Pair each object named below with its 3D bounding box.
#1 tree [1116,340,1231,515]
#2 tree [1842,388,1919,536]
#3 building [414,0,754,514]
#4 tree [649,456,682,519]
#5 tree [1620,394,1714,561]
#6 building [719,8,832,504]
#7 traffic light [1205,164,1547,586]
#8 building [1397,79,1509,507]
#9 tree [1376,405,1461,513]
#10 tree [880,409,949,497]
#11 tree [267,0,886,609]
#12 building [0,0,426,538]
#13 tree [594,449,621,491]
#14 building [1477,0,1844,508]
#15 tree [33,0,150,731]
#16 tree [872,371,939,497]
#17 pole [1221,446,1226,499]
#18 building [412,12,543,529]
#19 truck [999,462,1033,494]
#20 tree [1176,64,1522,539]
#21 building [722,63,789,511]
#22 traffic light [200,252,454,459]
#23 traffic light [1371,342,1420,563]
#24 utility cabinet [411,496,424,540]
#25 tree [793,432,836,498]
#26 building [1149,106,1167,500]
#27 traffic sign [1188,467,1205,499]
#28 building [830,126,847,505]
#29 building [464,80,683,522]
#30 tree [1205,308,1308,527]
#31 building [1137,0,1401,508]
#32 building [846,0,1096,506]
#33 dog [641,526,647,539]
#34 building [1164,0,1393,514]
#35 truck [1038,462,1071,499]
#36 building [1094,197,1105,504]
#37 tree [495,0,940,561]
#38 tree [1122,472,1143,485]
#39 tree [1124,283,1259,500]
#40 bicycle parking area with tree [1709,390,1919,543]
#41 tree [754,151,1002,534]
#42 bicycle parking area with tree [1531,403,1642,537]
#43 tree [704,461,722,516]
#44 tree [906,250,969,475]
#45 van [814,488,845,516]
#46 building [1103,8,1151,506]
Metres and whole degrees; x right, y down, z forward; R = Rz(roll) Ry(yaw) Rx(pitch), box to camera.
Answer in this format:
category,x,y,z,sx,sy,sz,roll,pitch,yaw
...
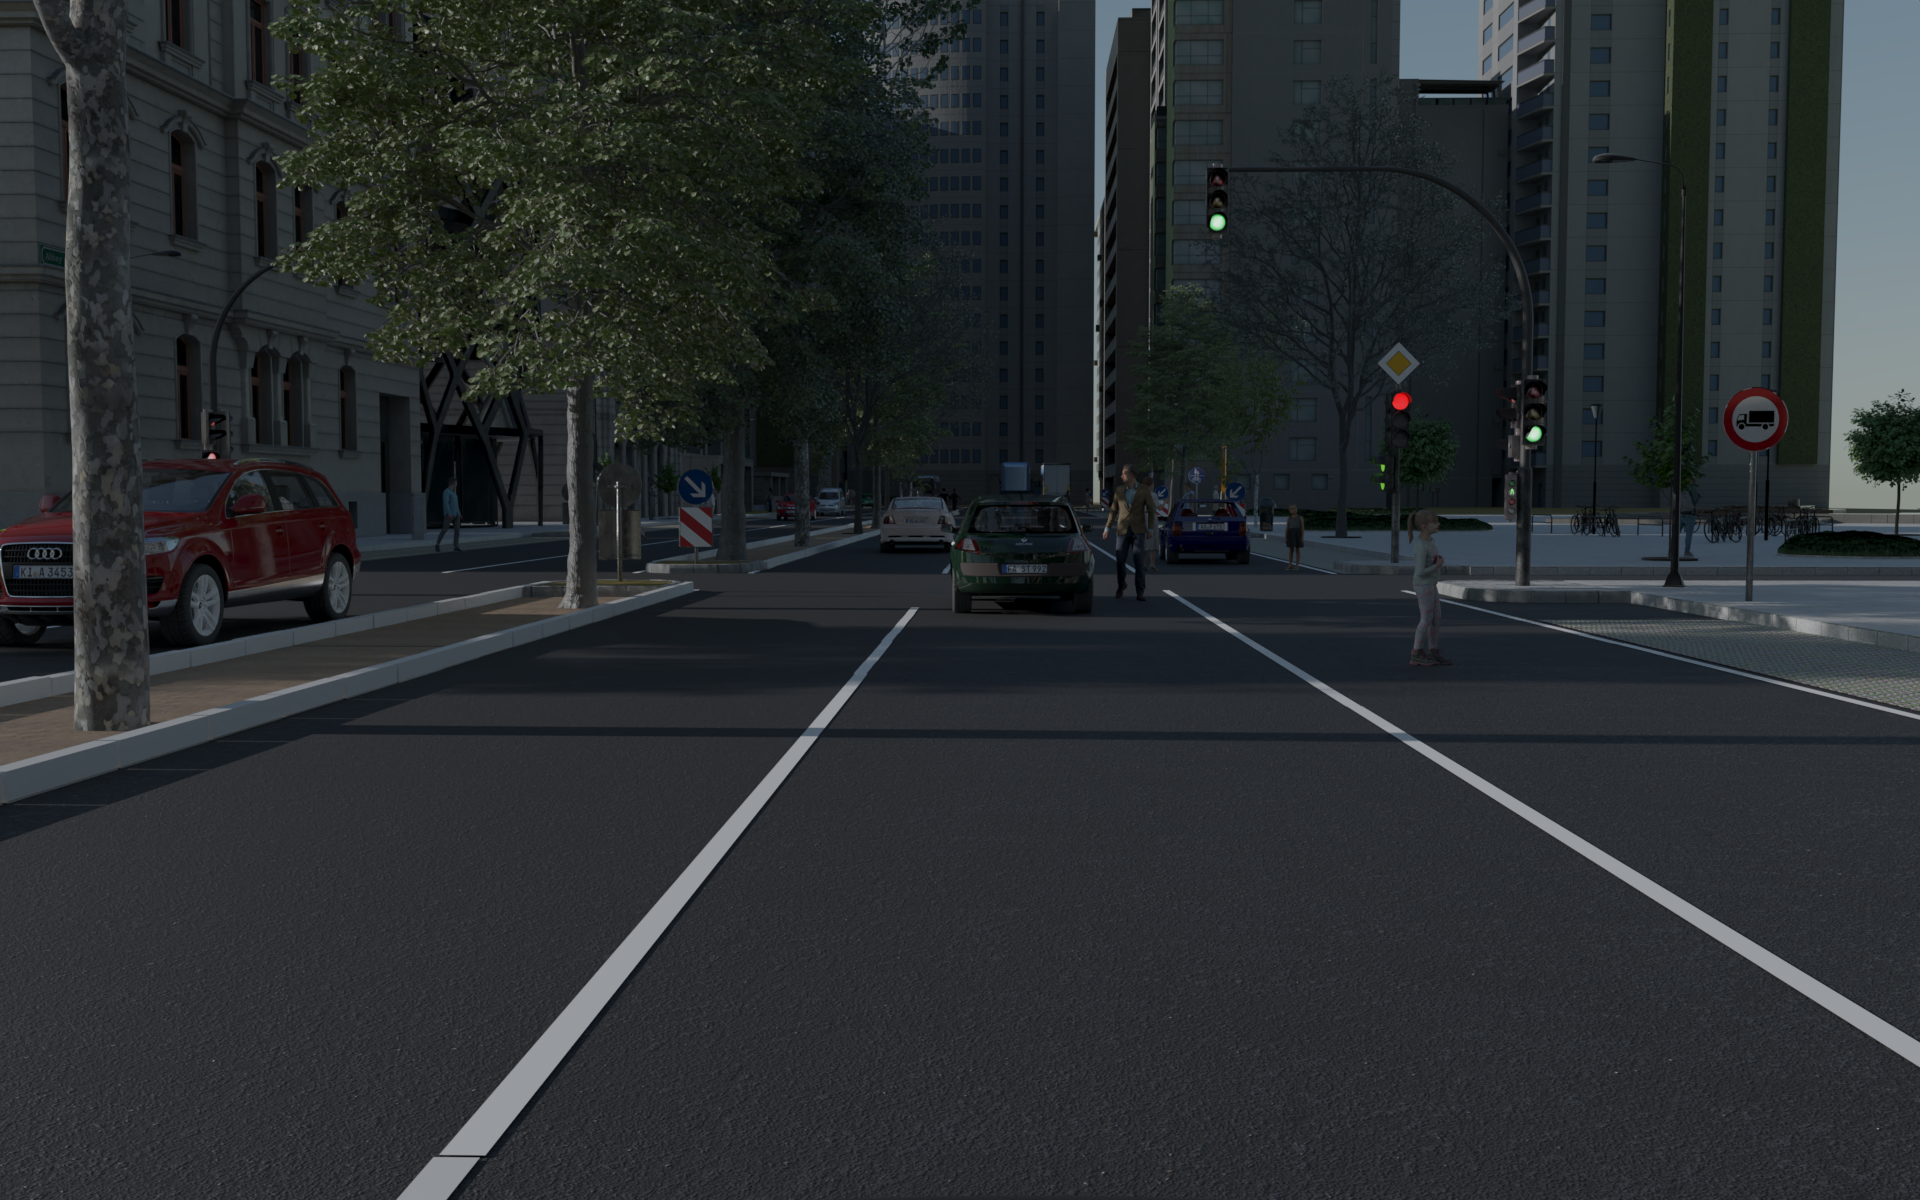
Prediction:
category,x,y,z,sx,sy,sz,roll,pitch,yaw
tree,12.937,-10.323,103.197,7.601,10.594,8.767,0,4,-3
tree,29.044,-4.279,53.680,4.285,4.588,4.351,0,3,0
building,-25.108,-41.551,117.618,20.563,71.187,20.611,0,4,2
tree,-14.983,-5.726,88.221,1.663,3.219,1.824,0,3,0
tree,13.856,-2.377,33.469,1.663,3.219,1.824,0,3,0
building,-27.322,-38.543,172.171,28.212,58.520,21.231,0,4,2
traffic light,5.753,-3.021,24.056,4.771,5.953,1.251,0,4,2
building,45.898,-29.997,174.043,14.086,41.232,14.154,0,4,2
tree,16.891,-4.913,64.044,4.285,4.588,4.351,0,3,0
tree,-2.584,-8.381,89.854,4.360,8.622,3.978,0,3,0
tree,-4.842,-6.190,21.789,7.486,12.596,7.792,0,3,0
building,-23.949,-15.740,44.742,14.401,28.519,23.554,0,4,2
tree,-15.118,-4.847,73.844,1.663,3.219,1.824,0,3,0
building,66.898,-38.290,168.039,28.212,58.520,21.231,0,4,2
tree,-6.374,-9.329,10.876,12.611,20.169,13.585,0,3,0
tree,-3.183,-8.666,94.513,4.737,8.622,4.395,0,3,0
pole,11.172,-4.863,73.359,0.158,3.312,0.155,0,3,0
building,-24.759,-12.096,65.217,16.820,18.784,16.811,0,4,2
truck,4.459,-9.230,140.663,2.967,4.110,18.799,0,4,2
tree,11.193,-8.542,50.030,12.009,13.543,11.850,0,3,0
building,-30.764,-27.469,140.996,32.217,40.220,23.993,0,4,2
traffic light,-11.982,-3.550,32.716,4.771,5.953,1.251,0,4,2
traffic light,8.077,-2.642,32.118,0.839,4.253,0.868,0,4,2
utility cabinet,-15.294,-2.302,48.799,0.306,1.237,1.020,-1,4,-20
tree,-12.952,-12.631,156.885,4.737,8.622,4.395,0,3,0
building,21.358,-22.043,132.108,14.160,30.474,14.107,0,4,2
traffic sign,11.241,-5.029,82.334,0.768,2.556,0.104,0,4,6
building,-23.882,-35.419,202.794,21.600,48.544,21.300,0,4,2
building,-22.686,-15.245,91.061,13.314,21.916,24.055,0,4,2
tree,11.412,-7.115,66.700,4.737,8.622,4.395,0,3,0
building,25.173,-43.453,148.714,20.563,71.187,20.611,0,4,2
building,1.134,-40.352,201.749,28.212,58.520,21.231,0,4,2
dog,-10.169,-2.343,55.152,0.800,0.831,0.513,0,4,3
building,20.912,-26.552,117.716,14.154,41.232,14.086,0,4,2
truck,8.725,-10.411,159.135,2.839,4.237,11.283,0,4,1
building,28.444,-31.516,207.162,23.993,40.220,32.217,0,4,2
tree,-4.827,-7.776,36.256,9.857,13.997,8.962,0,3,0
tree,13.177,-8.311,130.479,1.663,3.219,1.824,0,3,0
tree,12.469,-10.726,93.490,7.486,12.596,7.792,0,3,0
bicycle parking area with tree,24.350,-3.623,46.242,9.016,4.147,8.231,-3,5,-44
tree,-3.601,-9.078,61.256,12.009,13.543,11.850,0,3,0
bicycle parking area with tree,22.751,-4.157,54.963,8.231,4.147,9.016,1,4,12
tree,-14.349,-6.508,101.009,1.663,3.219,1.824,0,3,0
tree,-3.529,-9.230,71.500,7.486,12.596,7.792,0,3,0
van,-8.597,-6.590,114.762,2.013,2.044,4.112,0,4,2
building,25.471,-33.446,170.544,21.300,48.544,21.600,0,4,2
